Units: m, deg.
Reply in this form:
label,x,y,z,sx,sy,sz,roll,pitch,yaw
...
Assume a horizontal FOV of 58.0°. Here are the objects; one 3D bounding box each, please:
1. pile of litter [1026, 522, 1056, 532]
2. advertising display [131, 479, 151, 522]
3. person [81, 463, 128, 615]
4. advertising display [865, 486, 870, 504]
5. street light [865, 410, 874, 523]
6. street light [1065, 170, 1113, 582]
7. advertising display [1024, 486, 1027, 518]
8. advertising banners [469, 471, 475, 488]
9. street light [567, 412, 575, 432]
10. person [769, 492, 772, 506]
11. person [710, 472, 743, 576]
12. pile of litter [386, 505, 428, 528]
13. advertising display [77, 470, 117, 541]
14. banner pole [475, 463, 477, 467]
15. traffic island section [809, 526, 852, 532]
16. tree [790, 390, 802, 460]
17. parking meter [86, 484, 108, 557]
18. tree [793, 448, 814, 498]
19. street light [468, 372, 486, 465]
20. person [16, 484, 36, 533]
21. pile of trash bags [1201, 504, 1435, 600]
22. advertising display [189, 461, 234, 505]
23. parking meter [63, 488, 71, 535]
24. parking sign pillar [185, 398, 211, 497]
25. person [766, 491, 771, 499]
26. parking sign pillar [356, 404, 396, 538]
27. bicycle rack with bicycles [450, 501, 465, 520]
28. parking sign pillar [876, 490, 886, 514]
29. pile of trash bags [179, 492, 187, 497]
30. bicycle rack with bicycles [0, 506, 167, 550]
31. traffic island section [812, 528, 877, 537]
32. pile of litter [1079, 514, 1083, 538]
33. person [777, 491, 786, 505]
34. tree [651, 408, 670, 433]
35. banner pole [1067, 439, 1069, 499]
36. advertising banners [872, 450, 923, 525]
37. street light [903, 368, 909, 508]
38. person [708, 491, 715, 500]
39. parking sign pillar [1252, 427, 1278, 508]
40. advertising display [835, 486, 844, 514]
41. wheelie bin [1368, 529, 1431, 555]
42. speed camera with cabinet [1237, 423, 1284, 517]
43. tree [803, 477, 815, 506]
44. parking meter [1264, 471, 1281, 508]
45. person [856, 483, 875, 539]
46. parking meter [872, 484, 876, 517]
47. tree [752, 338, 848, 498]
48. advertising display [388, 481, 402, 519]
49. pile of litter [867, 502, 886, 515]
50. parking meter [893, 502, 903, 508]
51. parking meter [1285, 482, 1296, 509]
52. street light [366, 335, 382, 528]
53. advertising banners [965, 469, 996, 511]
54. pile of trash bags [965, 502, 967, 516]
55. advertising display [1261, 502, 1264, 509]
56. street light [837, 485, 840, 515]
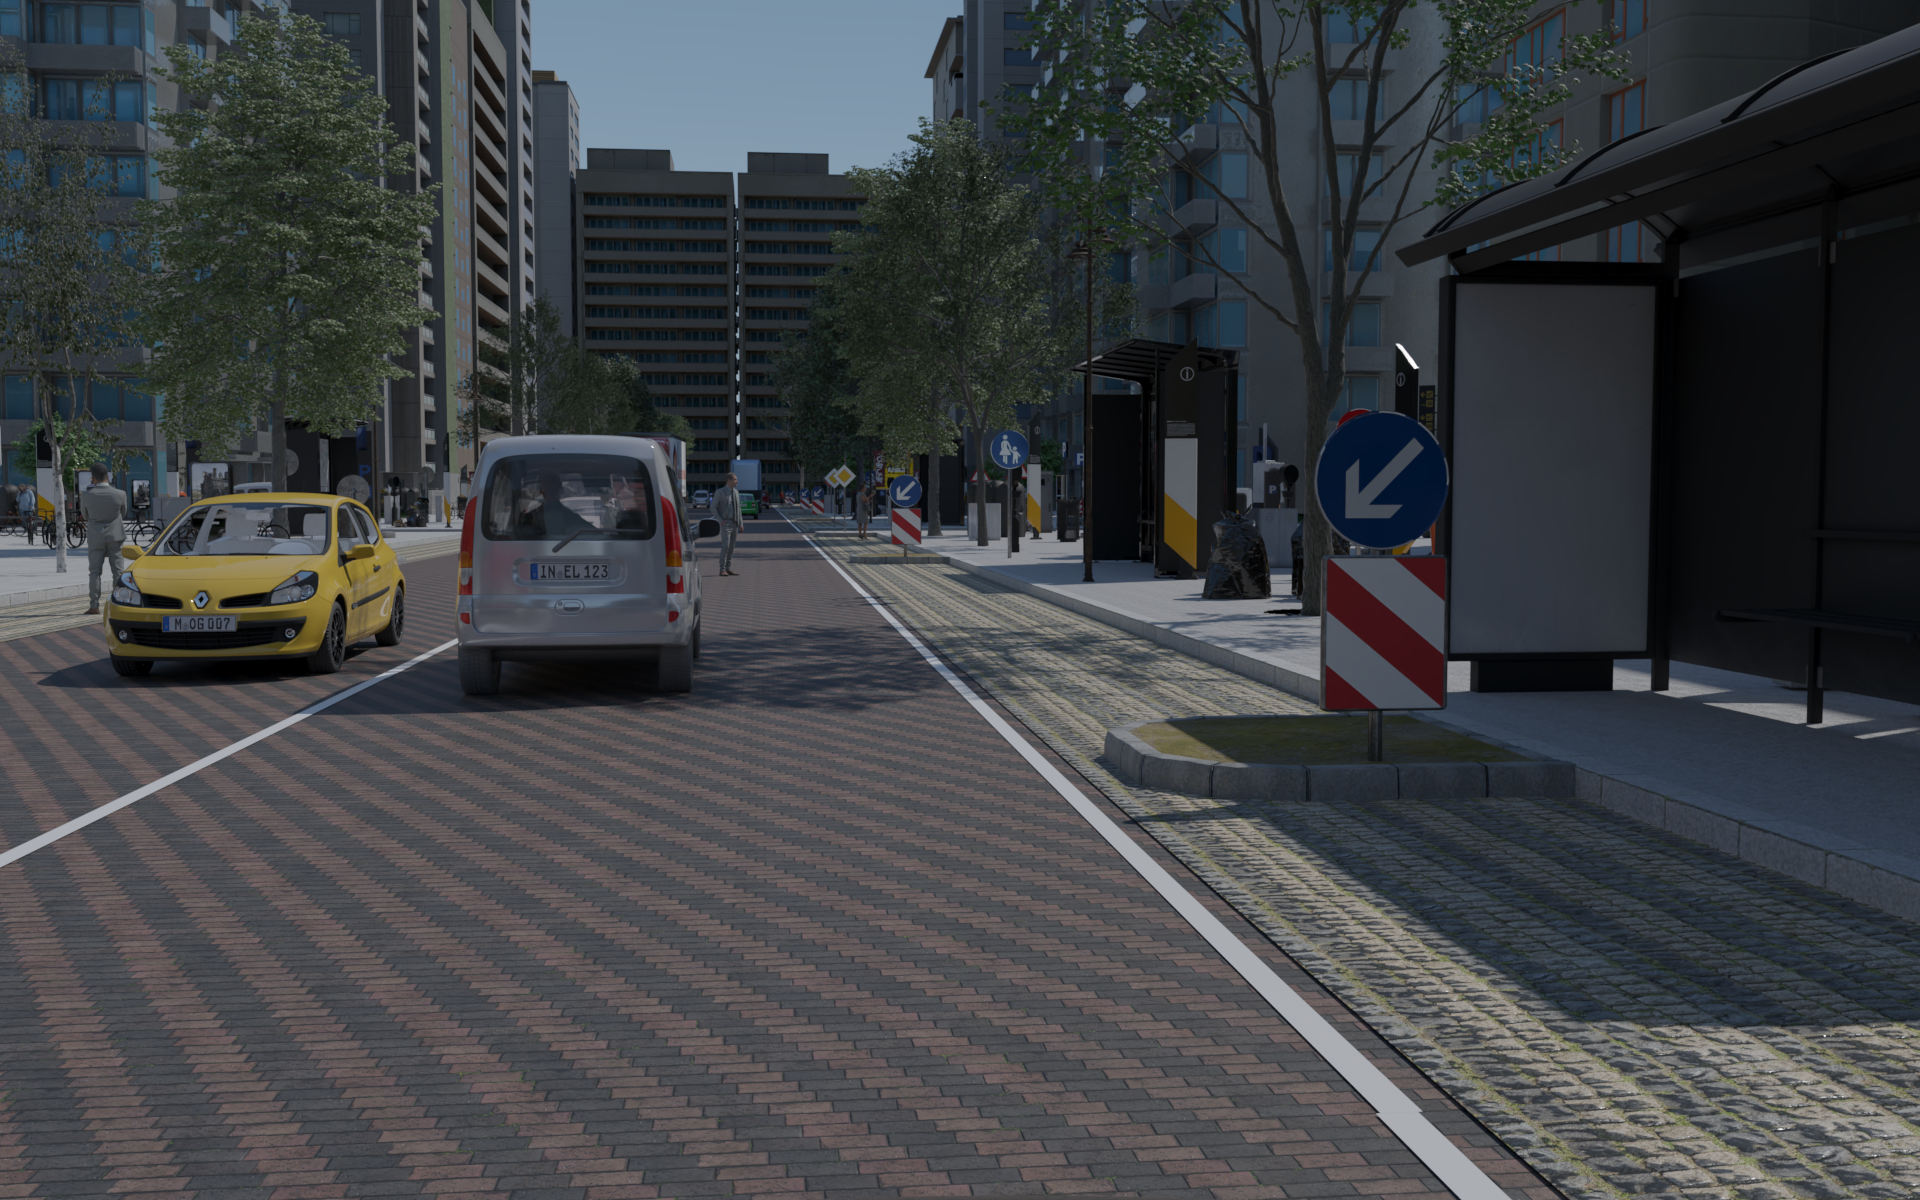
label,x,y,z,sx,sy,sz,roll,pitch,yaw
pile of litter,2.494,-2.771,59.263,1.719,0.858,1.176,0,4,-7
advertising display,-36.247,-4.369,76.650,0.123,1.923,0.974,1,4,19
person,-10.191,-0.730,20.624,0.511,1.800,0.466,-3,5,-43
advertising display,-5.679,-6.264,107.628,0.974,1.923,0.123,0,4,3
street light,-3.925,-6.307,75.900,0.468,5.910,1.993,0,4,-7
street light,1.879,-3.204,25.166,0.468,5.910,1.993,0,4,-7
advertising display,3.456,-5.322,92.232,0.974,1.923,0.123,1,4,17
advertising banners,-36.746,-8.367,132.991,2.074,3.025,0.090,1,4,10
street light,-21.892,-7.634,97.596,0.468,5.910,1.993,0,4,-7
person,-23.875,-12.676,216.427,0.721,1.739,1.217,3,4,36
person,-4.076,-1.335,30.432,0.391,1.810,0.635,2,4,27
pile of litter,-21.312,-3.228,66.744,1.719,0.858,1.176,-2,4,-34
advertising display,-23.588,-2.580,47.392,0.974,1.923,0.123,-2,4,-25
banner pole,-38.241,-9.034,137.729,0.401,3.779,0.863,3,5,40
traffic island section,-4.794,-2.708,66.560,2.009,0.180,2.903,0,4,-7
tree,-8.798,-12.780,127.083,7.486,12.596,7.792,0,3,0
parking meter,-17.450,-1.629,35.051,0.372,1.533,0.369,0,3,0
tree,-15.932,-14.245,183.266,4.737,8.622,4.395,0,3,0
street light,-18.217,-5.662,65.361,0.468,5.910,1.993,0,4,-7
person,-32.255,-3.129,59.917,0.793,1.790,0.793,-2,4,-31
pile of trash bags,4.615,-0.708,21.328,3.447,1.369,1.912,2,4,25
advertising display,-14.812,-1.780,34.315,0.974,1.923,0.123,1,4,19
parking meter,-28.154,-2.811,54.374,0.372,1.533,0.369,0,3,0
parking sign pillar,-21.168,-3.651,48.170,1.447,3.967,1.447,-1,4,-13
person,-19.497,-10.225,176.194,0.721,1.766,1.217,1,4,11
parking sign pillar,-17.211,-3.788,50.403,1.447,3.967,1.447,-1,4,-10
bicycle rack with bicycles,-24.064,-4.391,85.168,2.852,0.926,2.925,1,4,11
parking sign pillar,-5.038,-7.674,113.935,1.447,3.967,1.447,1,4,20
pile of trash bags,-29.327,-3.556,67.888,1.912,1.369,3.447,2,4,31
bicycle rack with bicycles,-20.374,-1.691,41.025,2.852,0.926,2.925,1,4,21
traffic island section,-3.882,-2.223,58.627,2.009,0.180,2.903,0,4,-7
pile of litter,4.019,-2.237,50.539,1.176,0.858,1.719,-1,4,-18
person,-20.645,-11.765,200.787,1.348,1.831,0.705,-3,5,-41
tree,-35.672,-17.410,210.416,9.928,11.665,9.643,0,3,0
banner pole,4.930,-5.434,78.870,0.401,3.779,0.863,1,4,8
advertising banners,-2.478,-4.435,68.698,2.074,3.025,0.090,-1,4,-19
street light,-1.816,-5.235,58.384,0.468,5.910,1.993,0,4,-7
person,-24.626,-10.041,173.394,1.217,1.735,0.721,-2,4,-28
parking sign pillar,12.242,-4.955,69.482,1.447,3.967,1.447,-1,4,-20
advertising display,-7.621,-6.404,109.913,0.123,1.923,0.974,2,4,27
wheelie bin,7.079,-1.254,28.418,0.980,1.594,0.693,0,4,-5
speed camera with cabinet,7.967,-3.274,47.867,2.038,3.252,0.660,-2,4,-26
tree,-16.292,-11.783,187.253,1.663,3.219,1.824,0,3,0
parking meter,7.947,-2.348,44.106,0.399,1.863,0.255,0,3,0
person,-2.959,-2.787,54.433,0.532,1.782,0.716,-1,4,-20
parking meter,-4.869,-5.590,97.101,0.255,1.863,0.399,-1,4,-17
tree,-18.258,-21.371,205.297,12.611,20.169,13.585,0,3,0
advertising display,-28.184,-4.963,86.354,0.974,1.923,0.123,3,4,37
pile of litter,-5.431,-5.604,105.590,1.176,0.858,1.719,3,4,36
parking meter,-4.775,-7.647,133.443,0.372,1.533,0.369,0,3,0
parking meter,10.858,-3.135,56.969,0.255,1.863,0.399,-1,4,-12
street light,-16.159,-4.590,47.839,0.468,5.910,1.993,0,4,-7
advertising banners,1.230,-6.711,105.912,2.074,3.025,0.090,1,4,17
pile of trash bags,-0.597,-5.761,103.948,1.912,1.369,3.447,-1,4,-8
advertising display,10.373,-3.243,58.234,0.123,1.923,0.974,2,4,33
street light,-7.585,-8.278,108.137,0.468,5.910,1.993,0,4,-7
